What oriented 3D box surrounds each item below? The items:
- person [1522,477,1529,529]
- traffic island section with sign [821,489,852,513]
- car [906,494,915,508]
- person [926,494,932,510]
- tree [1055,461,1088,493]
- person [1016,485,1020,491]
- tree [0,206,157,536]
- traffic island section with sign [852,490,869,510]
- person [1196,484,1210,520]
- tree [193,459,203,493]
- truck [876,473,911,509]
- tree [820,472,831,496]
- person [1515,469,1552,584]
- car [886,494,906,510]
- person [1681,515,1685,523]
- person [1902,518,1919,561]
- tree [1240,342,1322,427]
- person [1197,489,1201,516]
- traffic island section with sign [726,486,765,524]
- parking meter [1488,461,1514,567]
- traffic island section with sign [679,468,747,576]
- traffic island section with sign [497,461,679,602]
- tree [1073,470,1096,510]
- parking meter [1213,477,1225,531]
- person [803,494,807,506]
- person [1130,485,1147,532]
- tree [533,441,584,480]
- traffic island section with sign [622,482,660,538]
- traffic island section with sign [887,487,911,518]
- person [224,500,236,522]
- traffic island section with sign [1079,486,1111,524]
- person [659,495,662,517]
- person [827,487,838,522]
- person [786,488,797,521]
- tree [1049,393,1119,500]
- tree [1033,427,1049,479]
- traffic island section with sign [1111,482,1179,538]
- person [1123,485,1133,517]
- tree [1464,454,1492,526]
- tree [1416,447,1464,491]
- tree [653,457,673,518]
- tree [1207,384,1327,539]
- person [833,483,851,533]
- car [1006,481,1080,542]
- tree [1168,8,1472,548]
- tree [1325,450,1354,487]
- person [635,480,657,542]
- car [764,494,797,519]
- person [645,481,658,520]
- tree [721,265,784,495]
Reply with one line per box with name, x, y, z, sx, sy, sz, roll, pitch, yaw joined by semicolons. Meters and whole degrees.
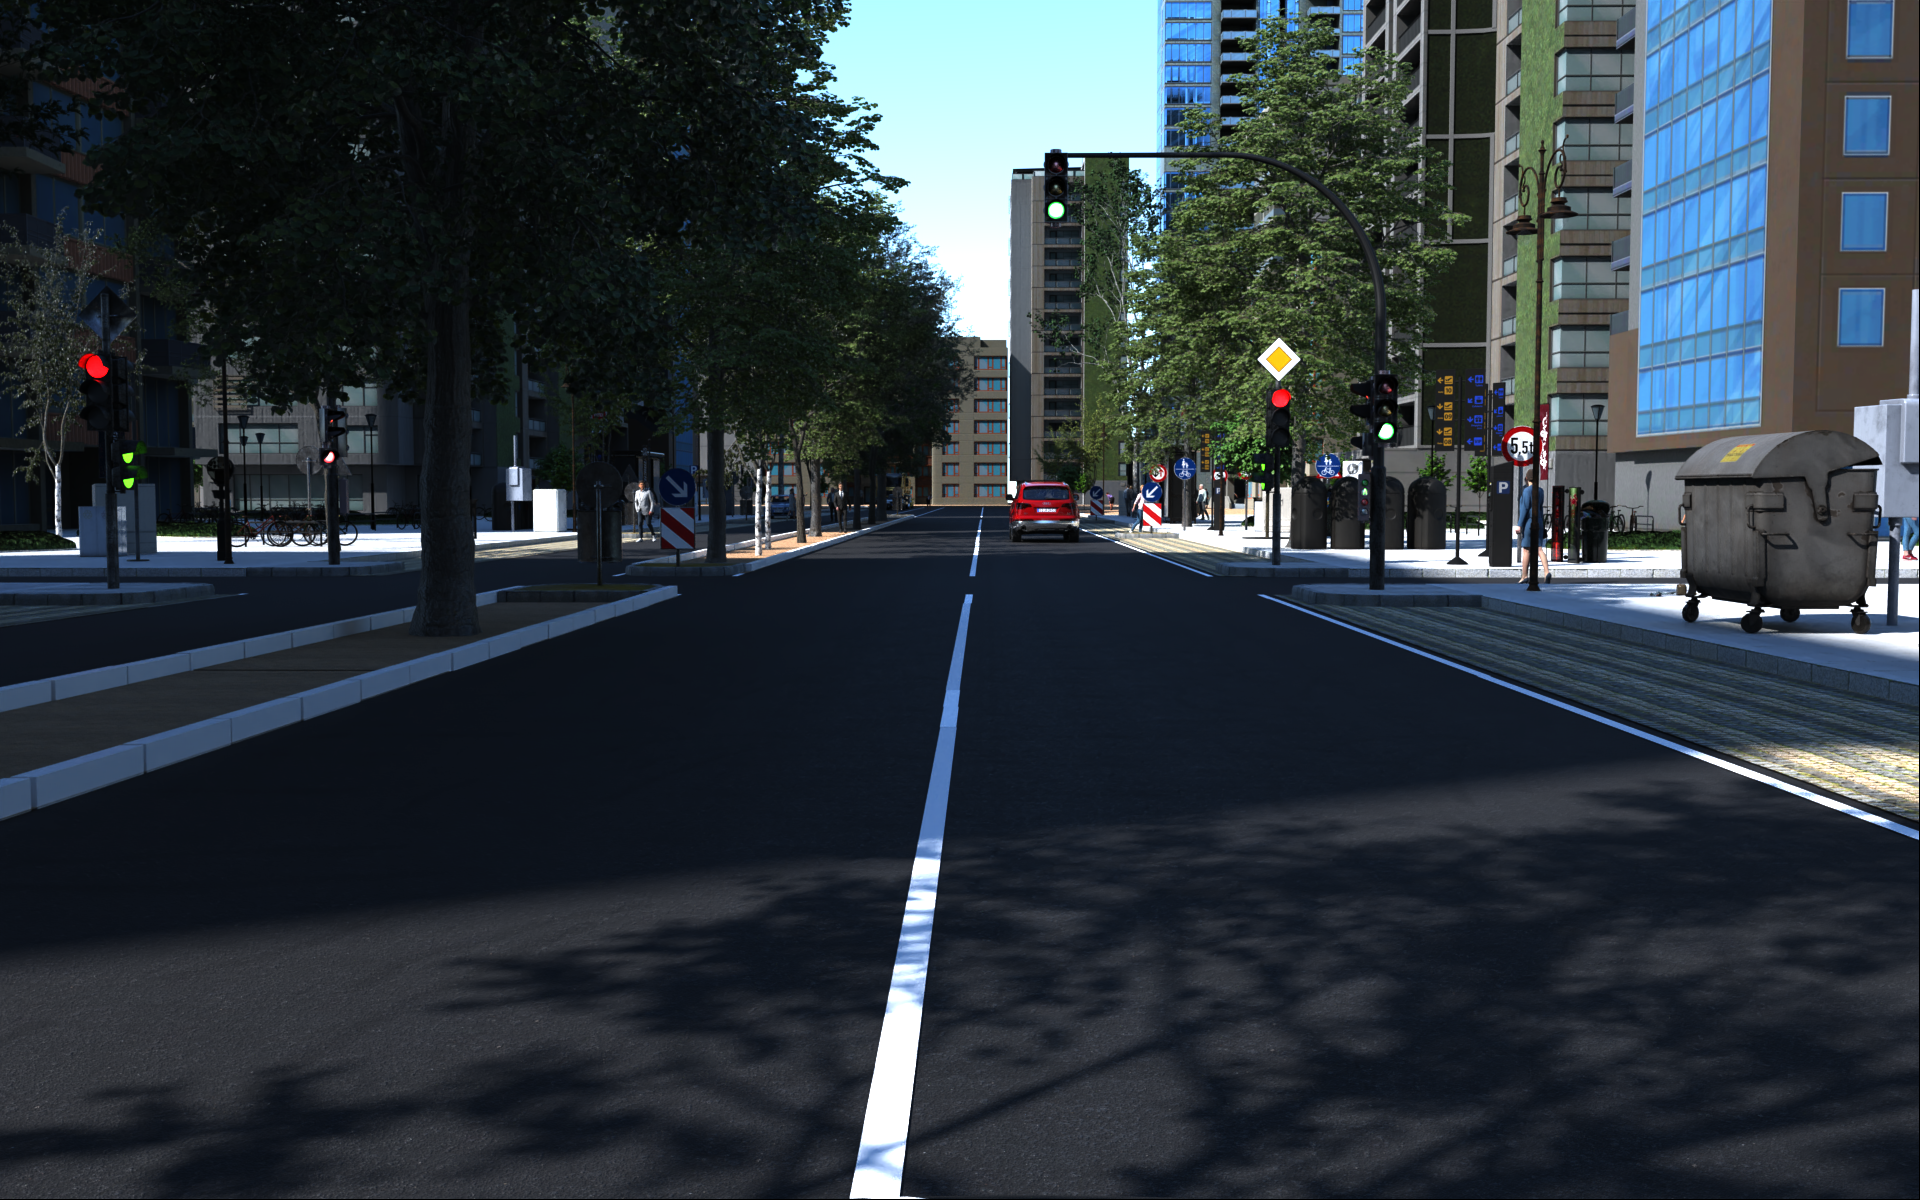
person;15.597;-2.515;47.367;0.606;1.804;0.583;-1;4;-23
traffic island section with sign;-9.603;-7.632;133.416;1.989;1.847;2.006;0;4;1
car;-5.564;-10.048;174.513;2.015;1.641;3.980;0;4;0
person;-2.701;-8.657;153.224;0.799;1.438;0.628;3;4;36
tree;11.006;-11.436;170.699;4.285;4.588;4.351;0;3;0
person;2.305;-3.461;65.437;0.444;1.785;0.601;-2;4;-35
tree;-23.454;-5.796;45.129;4.360;8.622;3.978;0;3;0
traffic island section with sign;-9.207;-9.283;160.410;1.989;1.847;2.006;0;4;1
person;11.896;-4.810;85.178;0.515;1.767;0.782;-2;4;-31
tree;-44.263;-7.053;99.035;4.285;4.588;4.351;0;3;0
truck;-6.257;-10.159;162.015;3.469;3.379;9.791;0;4;3
tree;-12.203;-9.770;154.347;1.663;3.219;1.824;0;3;0
person;8.995;-1.140;27.167;0.581;1.822;0.654;-1;4;-18
car;-5.721;-8.781;153.349;2.009;1.686;4.222;0;3;0
person;17.996;-1.971;42.522;0.306;1.304;0.590;-2;4;-26
person;18.320;-1.671;33.373;0.388;1.821;0.555;1;4;11
tree;14.347;-7.847;78.661;4.737;8.622;4.395;0;3;0
person;13.441;-5.691;99.192;0.850;1.850;0.679;-1;4;-11
traffic island section with sign;-10.328;-4.594;83.735;1.989;1.847;2.006;0;4;1
parking meter;9.506;-1.515;30.480;0.399;1.863;0.255;0;4;4
traffic island section with sign;-4.954;-1.404;31.093;2.006;1.907;1.989;0;4;1
traffic island section with sign;-5.071;-0.951;23.687;2.006;1.907;1.989;0;4;1
tree;9.723;-8.721;137.189;1.663;3.219;1.824;0;3;0
parking meter;9.102;-3.377;60.927;0.399;1.863;0.255;1;4;16
person;-16.855;-10.890;187.357;0.742;1.727;0.445;0;4;-4
person;6.017;-3.035;58.790;0.598;1.740;0.731;2;4;30
tree;-23.985;-7.400;104.696;4.285;4.588;4.351;0;3;0
traffic island section with sign;-10.720;-2.943;56.753;1.989;1.847;2.006;0;4;1
traffic island section with sign;-3.874;-5.999;106.224;2.006;1.907;1.989;0;4;1
person;-32.397;-4.067;76.794;0.590;1.304;0.306;-3;4;-37
traffic island section with sign;6.511;-4.643;84.537;1.989;1.847;2.006;0;4;1
person;-16.742;-5.576;97.411;0.606;1.804;0.583;-3;4;-38
person;-6.567;-4.947;89.784;0.661;1.777;0.834;-1;4;-14
person;-8.960;-5.075;92.230;0.466;1.731;0.760;2;4;26
tree;9.434;-10.685;125.068;4.737;8.622;4.395;0;3;0
tree;9.955;-14.119;181.203;4.737;8.622;4.395;0;3;0
traffic island section with sign;6.106;-2.942;56.732;1.989;1.847;2.006;0;4;1
person;9.678;-5.685;99.099;0.679;1.850;0.850;1;4;9
tree;21.107;-4.655;70.703;1.663;3.219;1.824;0;3;0
tree;19.233;-4.602;69.839;1.663;3.219;1.824;0;3;0
tree;-15.685;-5.926;91.493;1.663;3.219;1.824;0;3;0
tree;8.932;-4.041;49.782;4.285;4.588;4.351;0;3;0
person;-4.320;-3.386;63.643;0.659;1.850;0.755;0;4;-5
car;2.548;-2.715;53.060;2.281;1.827;5.304;0;4;1
tree;8.237;-7.544;41.472;7.486;12.596;7.792;0;3;0
tree;16.683;-4.915;74.968;1.663;3.219;1.824;0;3;0
person;-9.414;-2.656;51.775;0.661;1.843;0.795;1;4;20
car;-10.313;-5.404;100.364;2.014;1.417;4.499;0;4;0
person;-13.600;-4.273;75.686;0.659;1.850;0.755;0;4;5
tree;-10.959;-16.101;119.145;12.611;20.169;13.585;0;3;0
